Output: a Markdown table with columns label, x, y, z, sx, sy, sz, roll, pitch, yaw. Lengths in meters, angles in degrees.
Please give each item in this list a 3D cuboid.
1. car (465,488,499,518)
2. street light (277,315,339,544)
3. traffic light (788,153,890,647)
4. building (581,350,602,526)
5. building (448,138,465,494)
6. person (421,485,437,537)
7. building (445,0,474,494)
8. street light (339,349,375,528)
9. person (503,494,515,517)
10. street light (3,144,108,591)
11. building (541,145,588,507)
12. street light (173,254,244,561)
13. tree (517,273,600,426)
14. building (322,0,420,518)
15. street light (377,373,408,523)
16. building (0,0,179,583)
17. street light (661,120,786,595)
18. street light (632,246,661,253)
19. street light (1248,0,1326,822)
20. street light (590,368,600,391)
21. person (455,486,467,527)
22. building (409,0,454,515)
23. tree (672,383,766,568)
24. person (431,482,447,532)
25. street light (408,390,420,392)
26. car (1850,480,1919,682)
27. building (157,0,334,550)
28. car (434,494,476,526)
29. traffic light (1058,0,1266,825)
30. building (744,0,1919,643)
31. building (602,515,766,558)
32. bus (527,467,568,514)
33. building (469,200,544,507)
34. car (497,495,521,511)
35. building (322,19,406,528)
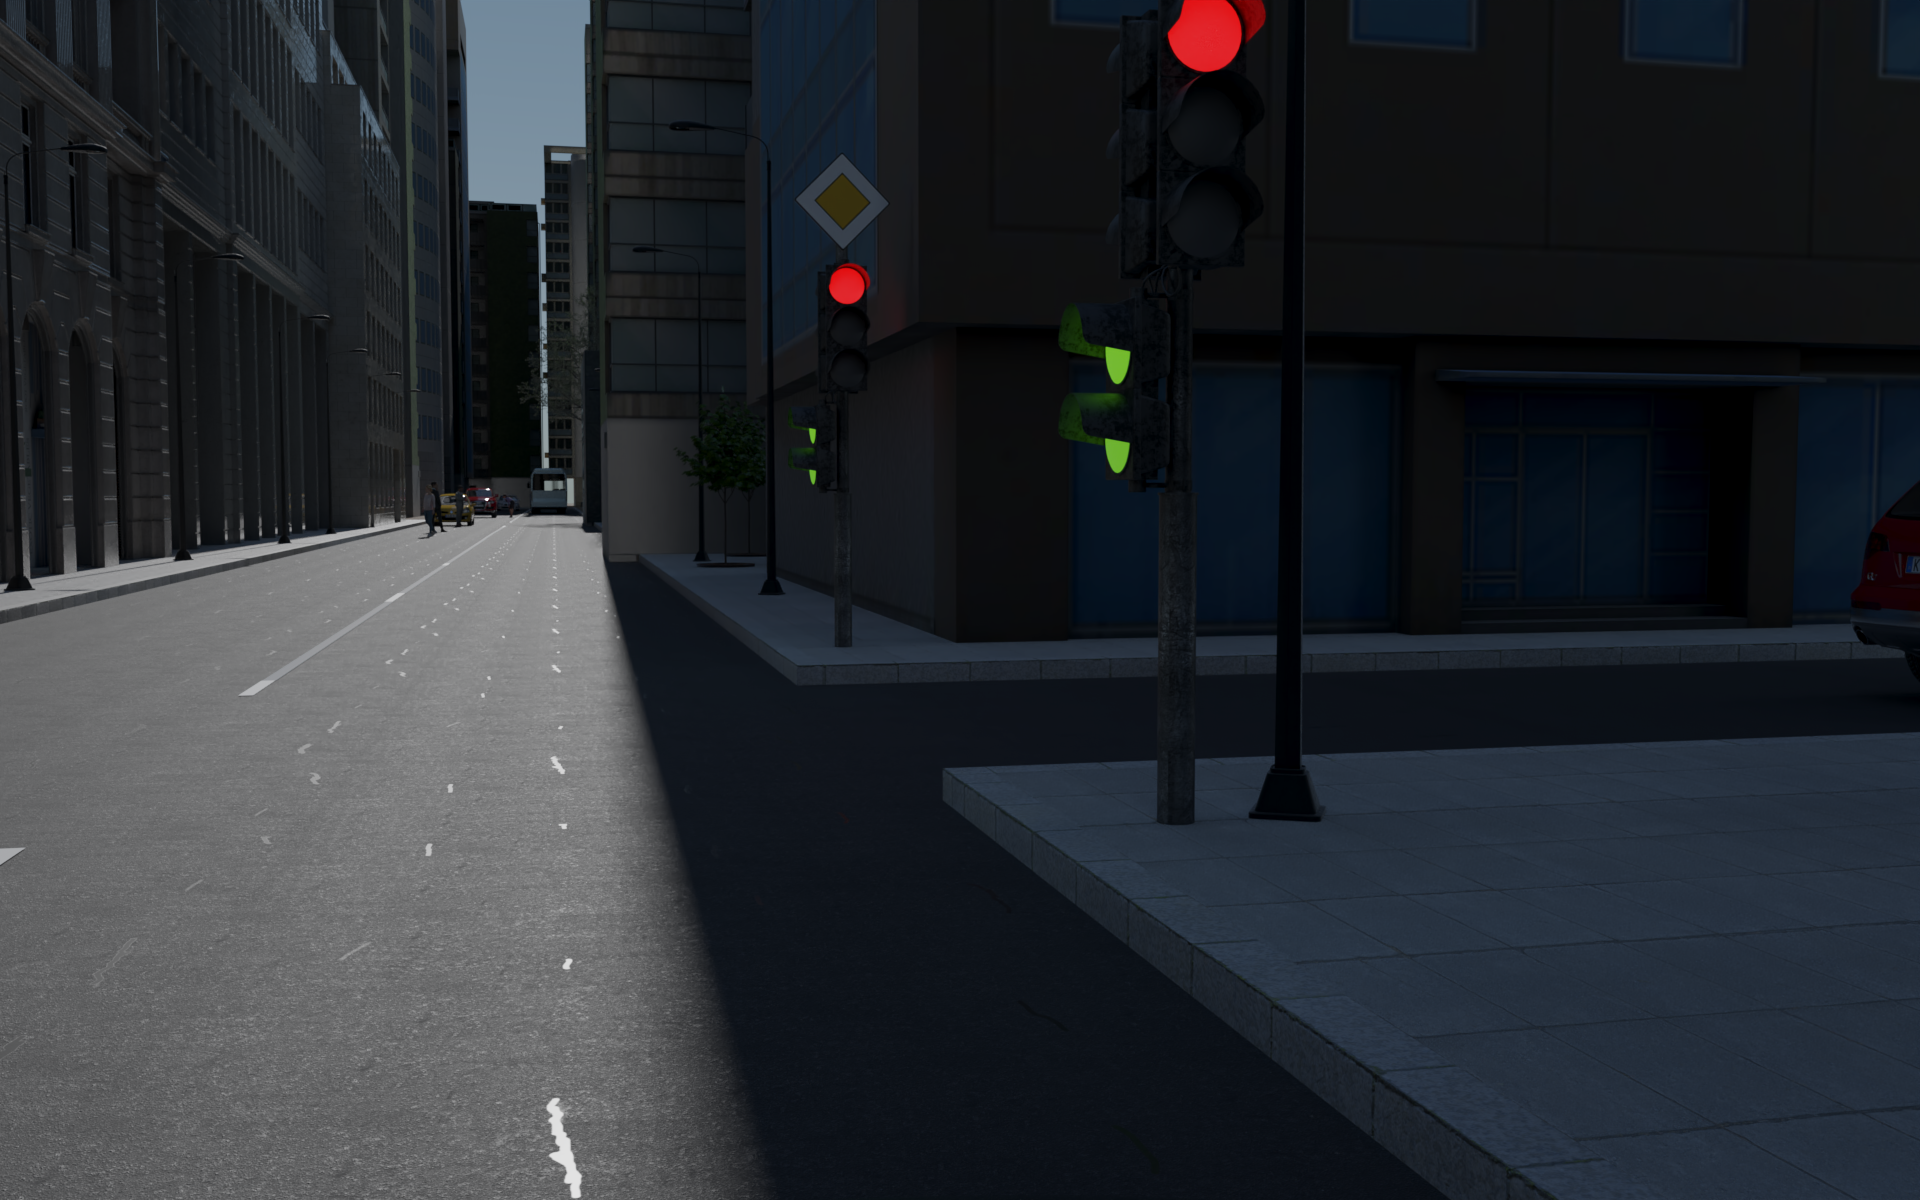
| label | x | y | z | sx | sy | sz | roll | pitch | yaw |
| --- | --- | --- | --- | --- | --- | --- | --- | --- | --- |
| car | -29.388 | -5.948 | 105.929 | 2.281 | 1.827 | 5.304 | -1 | 4 | -14 |
| street light | -17.033 | -4.429 | 44.961 | 1.470 | 5.913 | 1.316 | -1 | 4 | -13 |
| traffic light | -0.999 | -1.560 | 14.435 | 0.839 | 4.253 | 0.868 | -1 | 4 | -13 |
| building | -4.809 | -46.506 | 73.037 | 22.319 | 86.520 | 31.000 | -1 | 4 | -13 |
| building | -46.000 | -22.109 | 133.183 | 14.160 | 30.474 | 14.107 | -1 | 4 | -13 |
| person | -17.892 | -3.014 | 58.452 | 0.731 | 1.740 | 0.598 | 2 | 4 | 24 |
| building | -50.091 | -30.563 | 149.819 | 14.200 | 45.320 | 14.600 | -1 | 4 | -13 |
| street light | -19.633 | -5.071 | 55.446 | 1.470 | 5.913 | 1.316 | -1 | 4 | -13 |
| person | -27.696 | -5.788 | 106.371 | 0.697 | 1.427 | 0.421 | -1 | 4 | -12 |
| street light | -12.004 | -3.087 | 23.015 | 1.470 | 5.913 | 1.316 | -1 | 4 | -13 |
| building | -32.600 | -30.237 | 186.249 | 23.993 | 40.220 | 32.217 | -1 | 4 | -13 |
| street light | -14.531 | -3.729 | 33.518 | 1.470 | 5.913 | 1.316 | -1 | 4 | -13 |
| tree | -18.740 | -11.210 | 93.652 | 12.009 | 13.543 | 11.850 | 0 | 3 | 0 |
| building | -36.333 | -24.866 | 90.160 | 14.154 | 41.232 | 14.086 | -1 | 4 | -13 |
| street light | -22.033 | -5.727 | 66.185 | 1.470 | 5.913 | 1.316 | -1 | 4 | -13 |
| building | -19.192 | -11.034 | 22.202 | 13.314 | 21.916 | 24.055 | -1 | 4 | -13 |
| street light | -2.931 | -3.013 | 21.808 | 1.470 | 5.913 | 1.316 | -1 | 4 | -13 |
| street light | -5.446 | -3.680 | 32.712 | 1.470 | 5.913 | 1.316 | -1 | 4 | -13 |
| street light | 0.783 | -2.085 | 6.639 | 1.470 | 5.913 | 1.316 | -1 | 4 | -13 |
| street light | -12.820 | -5.610 | 64.269 | 1.470 | 5.913 | 1.316 | -1 | 4 | -13 |
| person | -22.066 | -4.155 | 76.621 | 0.466 | 1.800 | 0.511 | 0 | 4 | -1 |
| building | -44.444 | -34.768 | 110.449 | 21.231 | 58.520 | 28.212 | -1 | 4 | -13 |
| tree | -4.263 | -2.196 | 30.501 | 1.663 | 3.219 | 1.824 | 0 | 3 | 0 |
| person | -19.655 | -3.498 | 65.058 | 0.648 | 1.900 | 0.474 | 2 | 4 | 25 |
| street light | -24.669 | -6.389 | 76.996 | 1.470 | 5.913 | 1.316 | -1 | 4 | -13 |
| car | 8.817 | -0.196 | 11.871 | 5.304 | 1.827 | 2.281 | -1 | 4 | -14 |
| building | -25.346 | -16.569 | 48.401 | 11.434 | 29.767 | 29.804 | -1 | 4 | -13 |
| car | -23.057 | -4.199 | 78.870 | 2.015 | 1.641 | 3.980 | -1 | 4 | -13 |
| traffic light | 0.825 | -1.085 | 6.660 | 0.839 | 4.253 | 0.868 | -1 | 4 | -13 |
| building | 4.998 | -22.709 | 21.405 | 14.200 | 45.320 | 14.600 | -1 | 4 | -13 |
| building | -2.176 | -22.026 | 43.724 | 14.154 | 41.232 | 14.086 | -1 | 4 | -13 |
| bus | -31.086 | -8.299 | 130.545 | 2.948 | 3.499 | 13.247 | -1 | 4 | -14 |
| building | -49.002 | -24.548 | 173.064 | 14.107 | 30.474 | 14.160 | -1 | 4 | -13 |
| car | -38.715 | -8.326 | 148.486 | 2.083 | 1.381 | 4.827 | -1 | 4 | -13 |
| building | -29.259 | -13.269 | 71.693 | 10.420 | 20.320 | 16.860 | -1 | 4 | -13 |
